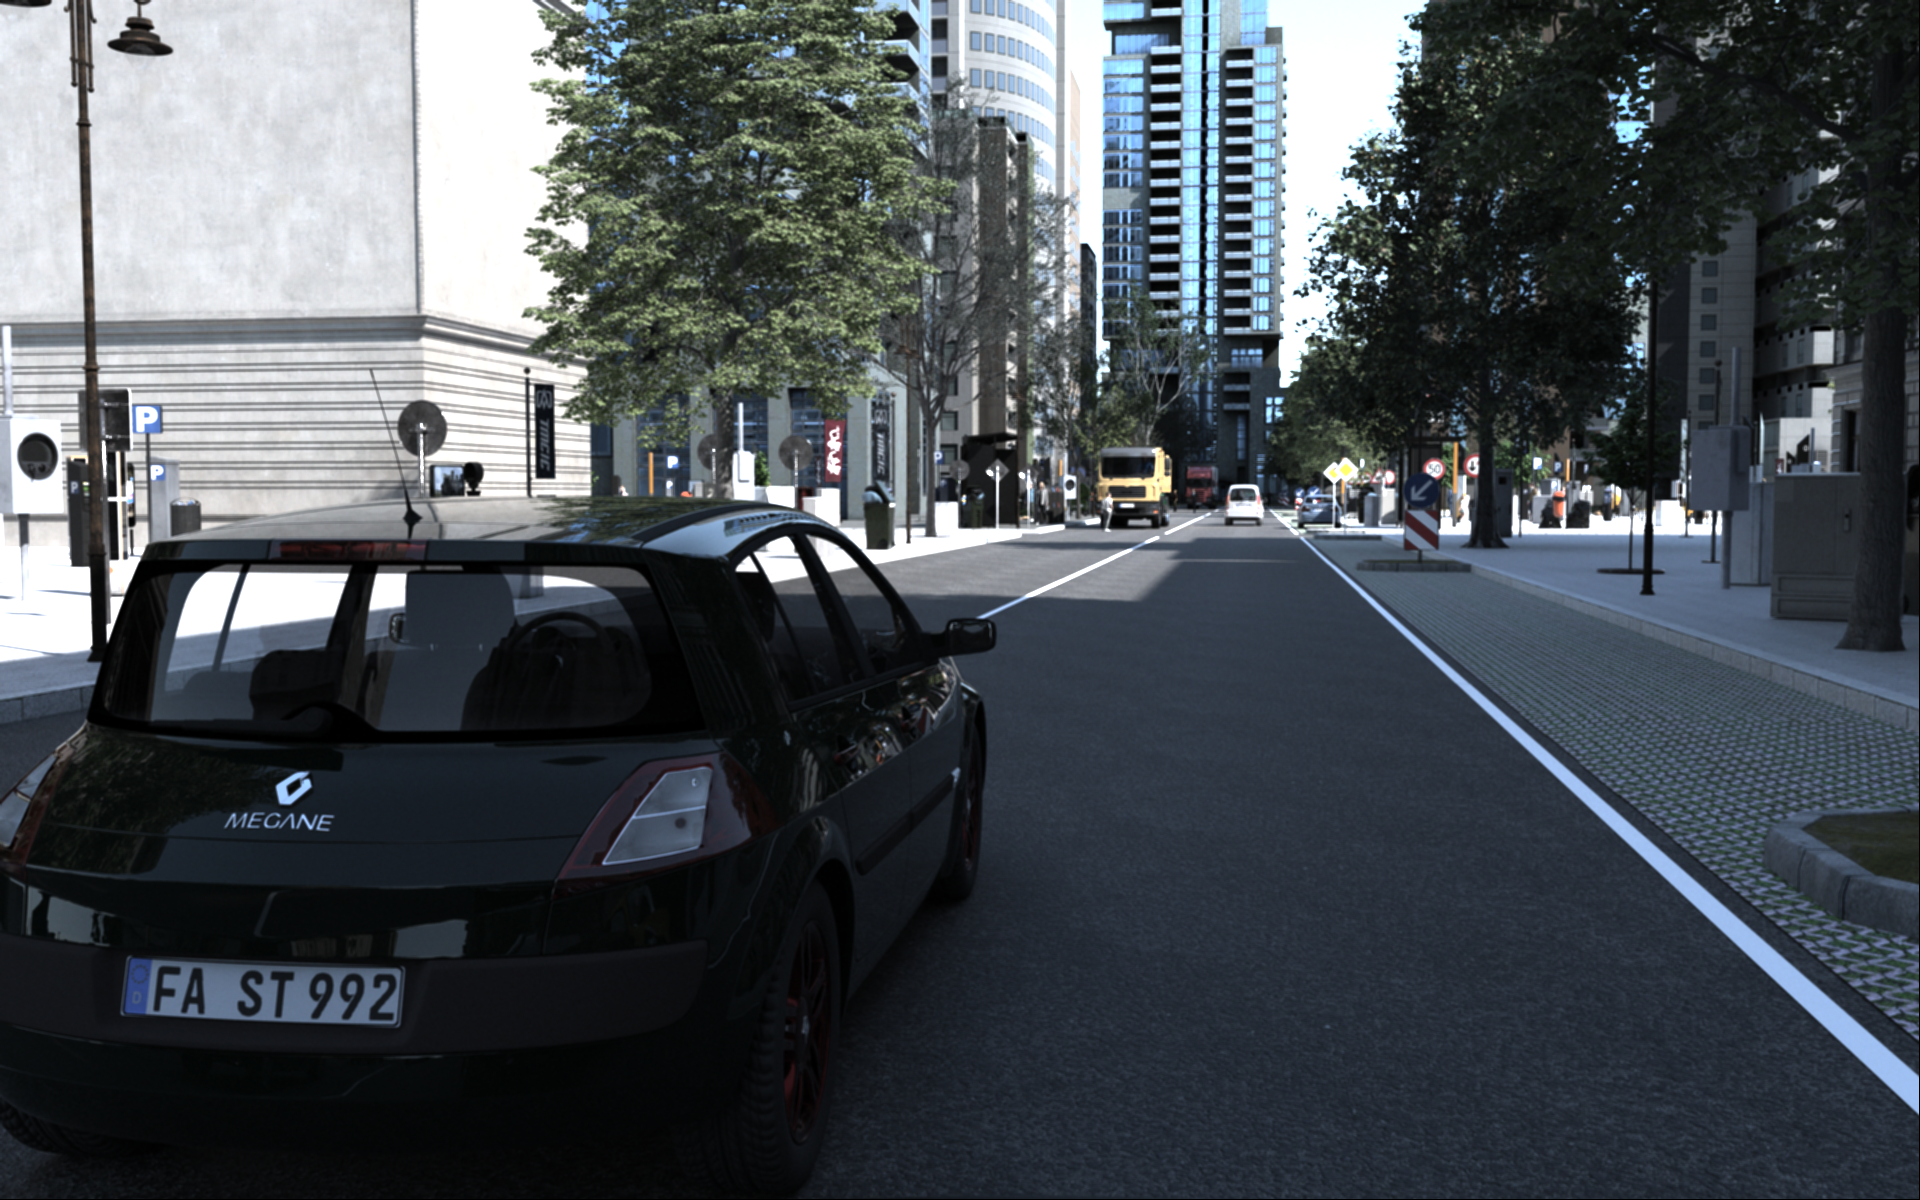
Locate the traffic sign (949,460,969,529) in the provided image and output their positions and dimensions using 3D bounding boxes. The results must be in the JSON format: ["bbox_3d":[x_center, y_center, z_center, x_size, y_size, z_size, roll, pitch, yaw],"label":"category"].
[{"bbox_3d":[-0.036,-3.913,64.085,0.768,2.556,0.104,1,4,10],"label":"traffic sign"}]

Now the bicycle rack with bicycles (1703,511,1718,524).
[{"bbox_3d":[33.404,-3.768,74.990,2.852,0.926,2.925,1,4,10],"label":"bicycle rack with bicycles"}]

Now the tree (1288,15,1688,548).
[{"bbox_3d":[12.486,-7.590,41.112,9.611,12.733,9.660,0,3,0],"label":"tree"}]

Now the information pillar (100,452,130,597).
[{"bbox_3d":[-10.570,-1.045,21.580,0.304,2.012,0.304,-1,4,-10],"label":"information pillar"}]

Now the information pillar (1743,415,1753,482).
[{"bbox_3d":[23.291,-3.662,51.232,0.183,3.616,0.504,-1,4,-8],"label":"information pillar"}]

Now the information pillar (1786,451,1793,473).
[{"bbox_3d":[45.207,-6.298,94.322,0.504,3.616,0.183,0,4,2],"label":"information pillar"}]

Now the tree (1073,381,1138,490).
[{"bbox_3d":[9.543,-9.914,112.461,4.737,8.622,4.395,0,3,0],"label":"tree"}]

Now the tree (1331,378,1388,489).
[{"bbox_3d":[19.030,-7.833,78.435,4.737,8.622,4.395,0,3,0],"label":"tree"}]

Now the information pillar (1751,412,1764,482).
[{"bbox_3d":[22.875,-3.561,49.572,0.183,3.616,0.504,3,4,36],"label":"information pillar"}]

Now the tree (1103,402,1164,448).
[{"bbox_3d":[13.828,-11.458,137.707,4.360,8.622,3.978,0,3,0],"label":"tree"}]

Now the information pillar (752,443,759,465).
[{"bbox_3d":[-9.432,-5.425,80.060,0.183,3.616,0.504,2,4,35],"label":"information pillar"}]

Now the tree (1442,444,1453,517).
[{"bbox_3d":[26.690,-6.844,95.619,4.285,4.588,4.351,0,3,0],"label":"tree"}]

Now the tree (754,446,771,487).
[{"bbox_3d":[-8.114,-4.640,70.472,1.663,3.219,1.824,0,3,0],"label":"tree"}]

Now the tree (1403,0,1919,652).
[{"bbox_3d":[7.636,-5.886,14.365,7.486,12.596,7.792,0,3,0],"label":"tree"}]

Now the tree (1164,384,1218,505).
[{"bbox_3d":[20.270,-16.454,179.394,12.009,13.543,11.850,0,3,0],"label":"tree"}]

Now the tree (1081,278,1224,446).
[{"bbox_3d":[16.497,-17.983,149.917,12.611,20.169,13.585,0,3,0],"label":"tree"}]

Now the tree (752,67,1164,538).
[{"bbox_3d":[-0.828,-8.571,50.504,12.009,13.543,11.850,0,3,0],"label":"tree"}]

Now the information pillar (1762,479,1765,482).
[{"bbox_3d":[39.374,-4.937,85.214,0.304,2.012,0.304,-1,4,-8],"label":"information pillar"}]

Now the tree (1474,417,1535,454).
[{"bbox_3d":[36.956,-10.281,118.460,4.737,8.622,4.395,0,3,0],"label":"tree"}]

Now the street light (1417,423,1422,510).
[{"bbox_3d":[13.856,-4.854,52.156,0.468,5.910,1.993,1,4,10],"label":"street light"}]

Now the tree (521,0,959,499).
[{"bbox_3d":[-3.750,-6.865,30.377,7.486,12.596,7.792,0,3,0],"label":"tree"}]

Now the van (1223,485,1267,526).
[{"bbox_3d":[13.063,-4.433,79.495,2.013,2.044,4.112,1,4,11],"label":"van"}]

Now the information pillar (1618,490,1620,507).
[{"bbox_3d":[42.920,-7.420,112.677,0.504,3.616,0.183,-1,4,-17],"label":"information pillar"}]

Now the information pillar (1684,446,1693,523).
[{"bbox_3d":[32.926,-5.306,78.109,0.504,3.616,0.183,-1,4,-19],"label":"information pillar"}]

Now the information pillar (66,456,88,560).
[{"bbox_3d":[-17.237,-1.796,33.858,0.304,2.012,0.304,3,5,43],"label":"information pillar"}]

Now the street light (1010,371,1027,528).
[{"bbox_3d":[2.189,-5.640,64.997,0.468,5.910,1.993,1,4,10],"label":"street light"}]

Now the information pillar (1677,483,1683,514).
[{"bbox_3d":[45.987,-6.493,110.647,0.304,2.012,0.304,0,4,7],"label":"information pillar"}]

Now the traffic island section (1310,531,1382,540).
[{"bbox_3d":[12.271,-2.001,54.994,2.009,0.180,2.903,1,4,10],"label":"traffic island section"}]

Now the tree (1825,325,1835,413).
[{"bbox_3d":[36.410,-7.246,68.840,4.737,8.622,4.395,0,3,0],"label":"tree"}]

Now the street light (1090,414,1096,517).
[{"bbox_3d":[7.385,-7.522,95.776,0.468,5.910,1.993,1,4,10],"label":"street light"}]

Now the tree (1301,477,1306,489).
[{"bbox_3d":[36.748,-14.323,184.547,4.737,8.622,4.395,0,3,0],"label":"tree"}]

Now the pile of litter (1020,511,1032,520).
[{"bbox_3d":[3.667,-4.465,86.961,1.176,0.858,1.719,-2,4,-30],"label":"pile of litter"}]

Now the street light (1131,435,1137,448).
[{"bbox_3d":[12.638,-9.397,126.424,0.468,5.910,1.993,1,4,10],"label":"street light"}]

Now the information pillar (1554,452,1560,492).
[{"bbox_3d":[33.354,-6.451,96.821,0.183,3.616,0.504,-1,4,-12],"label":"information pillar"}]

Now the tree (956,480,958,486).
[{"bbox_3d":[0.077,-7.941,124.432,1.663,3.219,1.824,0,3,0],"label":"tree"}]

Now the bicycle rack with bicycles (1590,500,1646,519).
[{"bbox_3d":[33.755,-4.573,88.142,2.852,0.926,2.925,3,5,41],"label":"bicycle rack with bicycles"}]

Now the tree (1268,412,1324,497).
[{"bbox_3d":[40.426,-18.074,202.164,9.857,13.997,8.962,0,3,0],"label":"tree"}]

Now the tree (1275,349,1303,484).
[{"bbox_3d":[23.402,-11.477,105.771,7.486,12.596,7.792,0,3,0],"label":"tree"}]

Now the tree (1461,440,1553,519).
[{"bbox_3d":[29.134,-6.537,90.601,4.285,4.588,4.351,0,3,0],"label":"tree"}]

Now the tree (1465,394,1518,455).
[{"bbox_3d":[34.590,-9.855,111.495,4.360,8.622,3.978,0,3,0],"label":"tree"}]

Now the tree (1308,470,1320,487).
[{"bbox_3d":[32.281,-12.703,158.050,4.360,8.622,3.978,0,3,0],"label":"tree"}]

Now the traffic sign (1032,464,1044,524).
[{"bbox_3d":[3.202,-4.519,73.994,0.768,2.556,0.104,1,4,16],"label":"traffic sign"}]

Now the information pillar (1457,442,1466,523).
[{"bbox_3d":[22.260,-5.235,76.949,0.183,3.616,0.504,-2,4,-25],"label":"information pillar"}]

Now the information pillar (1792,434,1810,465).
[{"bbox_3d":[32.890,-4.664,67.615,0.504,3.616,0.183,-1,4,-9],"label":"information pillar"}]

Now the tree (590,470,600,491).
[{"bbox_3d":[-16.295,-4.880,74.393,1.663,3.219,1.824,0,3,0],"label":"tree"}]

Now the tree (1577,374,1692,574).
[{"bbox_3d":[10.914,-2.057,28.233,1.663,3.219,1.824,0,3,0],"label":"tree"}]

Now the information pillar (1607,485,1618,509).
[{"bbox_3d":[32.031,-5.747,85.317,0.183,3.616,0.504,-1,4,-9],"label":"information pillar"}]

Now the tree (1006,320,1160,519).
[{"bbox_3d":[6.188,-9.444,88.822,8.767,10.594,7.601,1,4,14],"label":"tree"}]

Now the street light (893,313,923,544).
[{"bbox_3d":[-1.322,-4.375,44.325,0.468,5.910,1.993,1,4,10],"label":"street light"}]

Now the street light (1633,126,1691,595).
[{"bbox_3d":[8.767,-3.005,21.913,0.468,5.910,1.993,1,4,10],"label":"street light"}]

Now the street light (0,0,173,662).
[{"bbox_3d":[-6.607,-2.467,13.128,0.468,5.910,1.993,1,4,10],"label":"street light"}]

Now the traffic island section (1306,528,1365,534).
[{"bbox_3d":[13.602,-2.482,62.868,2.009,0.180,2.903,1,4,10],"label":"traffic island section"}]

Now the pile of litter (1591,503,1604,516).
[{"bbox_3d":[37.814,-5.393,102.144,1.719,0.858,1.176,-2,4,-29],"label":"pile of litter"}]
